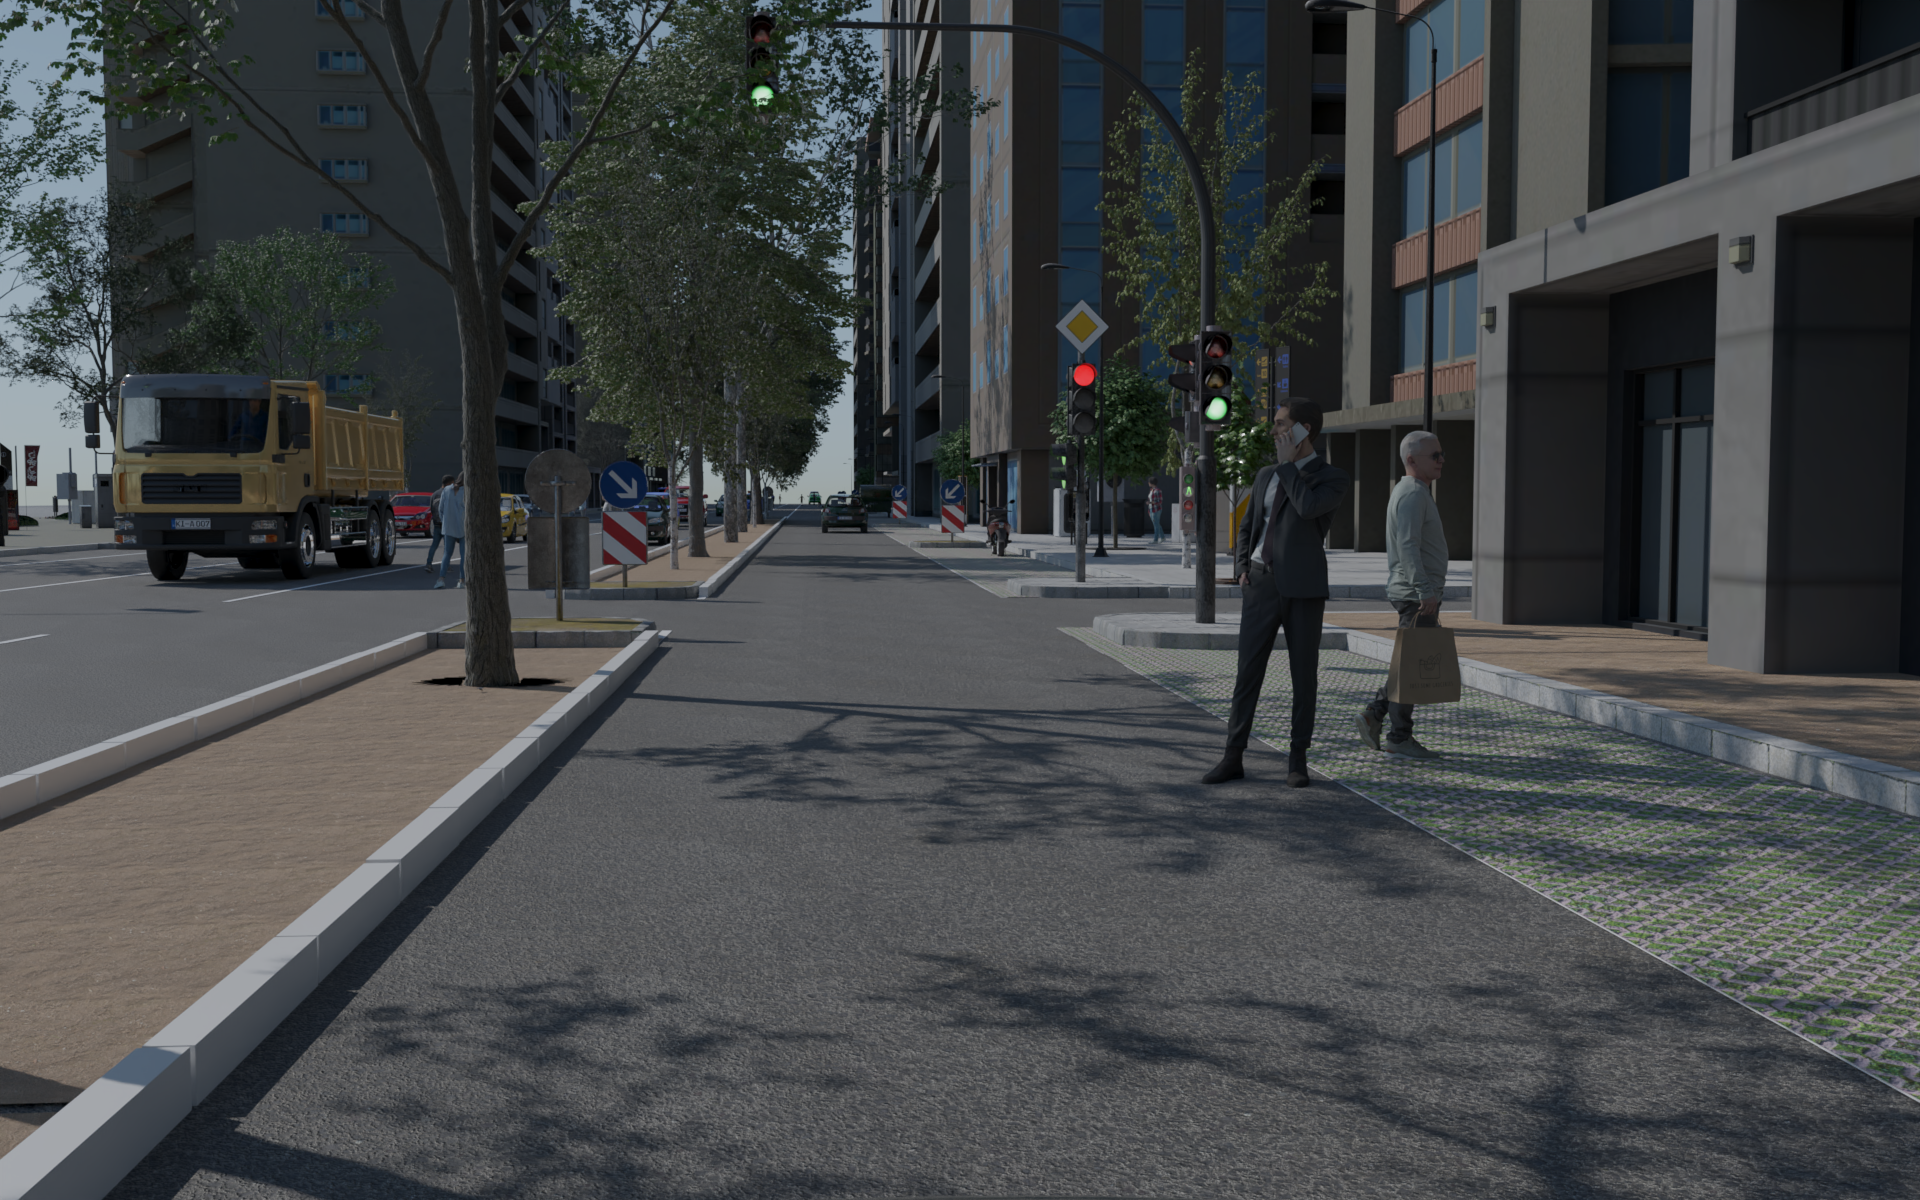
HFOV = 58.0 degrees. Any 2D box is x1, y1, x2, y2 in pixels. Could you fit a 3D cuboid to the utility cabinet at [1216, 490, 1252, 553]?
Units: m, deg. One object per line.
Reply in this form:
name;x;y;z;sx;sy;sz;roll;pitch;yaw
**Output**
utility cabinet;6.018;-1.764;37.520;1.173;1.500;0.318;0;4;-7

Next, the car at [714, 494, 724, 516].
car;-14.860;-6.152;112.389;2.131;1.459;4.920;0;4;-5

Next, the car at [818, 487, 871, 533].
car;-4.345;-3.379;65.035;2.009;1.686;4.222;0;4;-4

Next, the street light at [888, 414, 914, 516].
street light;-3.250;-7.801;100.095;1.470;5.913;1.316;0;4;-5

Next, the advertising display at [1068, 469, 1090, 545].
advertising display;3.036;-2.381;44.138;0.123;1.923;0.974;2;4;30

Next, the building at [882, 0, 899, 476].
building;7.288;-34.197;148.351;28.713;52.752;27.495;0;4;-5

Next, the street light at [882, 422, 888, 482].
street light;-4.162;-8.478;111.158;1.470;5.913;1.316;0;4;-5

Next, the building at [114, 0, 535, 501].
building;-38.763;-29.593;107.552;21.300;48.544;21.600;0;4;-5

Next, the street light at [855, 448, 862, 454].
street light;-9.675;-12.467;176.382;1.470;5.913;1.316;0;4;-5

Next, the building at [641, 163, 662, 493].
building;-50.229;-36.493;216.266;23.786;49.044;30.456;0;4;-5

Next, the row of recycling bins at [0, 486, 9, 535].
row of recycling bins;-30.976;-2.908;54.657;3.534;1.692;1.069;3;5;44

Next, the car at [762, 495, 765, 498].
car;-21.859;-10.723;187.316;2.014;1.417;4.499;0;4;-6

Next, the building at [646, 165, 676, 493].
building;-46.945;-36.019;239.025;14.600;45.320;14.200;0;4;-5

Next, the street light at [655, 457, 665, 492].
street light;-37.325;-14.845;215.259;1.470;5.913;1.316;0;4;-5

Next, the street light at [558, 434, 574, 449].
street light;-30.318;-9.824;133.158;1.470;5.913;1.316;0;4;-5

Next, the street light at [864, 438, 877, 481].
street light;-6.988;-10.485;143.976;1.470;5.913;1.316;0;4;-5

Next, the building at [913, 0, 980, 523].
building;8.894;-28.328;86.872;21.300;48.544;21.600;0;4;-5

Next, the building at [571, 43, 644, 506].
building;-46.718;-34.661;190.412;21.300;48.544;21.600;0;4;-5

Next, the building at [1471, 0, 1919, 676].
building;16.293;-34.739;6.239;20.563;71.187;20.611;0;4;-5

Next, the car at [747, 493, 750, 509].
car;-17.202;-8.241;144.325;1.945;1.707;3.694;0;4;-5

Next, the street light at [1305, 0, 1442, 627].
street light;3.925;-2.684;16.422;1.470;5.913;1.316;0;4;-5

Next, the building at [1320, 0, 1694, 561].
building;22.154;-23.367;36.673;28.867;44.769;22.147;0;4;-5

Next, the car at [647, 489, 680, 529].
car;-12.431;-3.736;70.676;1.945;1.707;3.694;0;4;-4

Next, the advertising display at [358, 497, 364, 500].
advertising display;-32.828;-5.437;94.109;0.974;1.923;0.123;1;4;22

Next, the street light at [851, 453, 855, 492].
street light;-11.145;-13.542;193.960;1.470;5.913;1.316;0;4;-5

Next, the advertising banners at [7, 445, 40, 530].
advertising banners;-33.598;-3.978;61.221;2.074;3.025;0.090;-3;5;-42

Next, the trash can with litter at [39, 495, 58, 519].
trash can with litter;-47.300;-4.868;90.645;1.678;1.210;2.233;-3;4;-38

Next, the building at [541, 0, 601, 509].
building;-43.481;-43.847;155.145;20.563;71.187;20.611;0;4;-5

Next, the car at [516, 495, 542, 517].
car;-22.024;-4.556;86.490;2.014;1.417;4.499;0;4;-5

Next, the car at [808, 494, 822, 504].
car;-20.072;-14.131;239.833;1.959;1.807;4.718;0;4;-4

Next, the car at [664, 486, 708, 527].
car;-12.313;-4.177;76.974;2.281;1.827;5.304;0;4;-6

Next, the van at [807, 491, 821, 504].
van;-20.954;-14.788;248.799;2.013;2.044;4.112;0;4;-6

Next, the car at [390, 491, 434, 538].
car;-18.140;-2.977;57.712;2.155;1.783;4.494;0;4;-3

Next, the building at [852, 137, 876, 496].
building;-2.979;-36.770;224.888;21.300;48.544;21.600;0;4;-5

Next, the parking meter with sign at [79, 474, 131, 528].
parking meter with sign;-32.168;-4.214;65.166;1.738;3.016;0.543;-3;5;-39

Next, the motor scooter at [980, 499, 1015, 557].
motor scooter;0.885;-1.671;40.093;0.815;1.314;1.986;0;4;-4

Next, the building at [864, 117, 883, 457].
building;0.244;-33.354;199.963;22.147;44.769;28.867;0;4;-5

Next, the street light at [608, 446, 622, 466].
street light;-33.087;-11.826;165.894;1.470;5.913;1.316;0;4;-5

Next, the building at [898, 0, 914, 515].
building;6.216;-35.362;120.168;21.231;58.520;28.212;0;4;-5

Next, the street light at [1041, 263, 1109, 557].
street light;2.332;-3.826;35.101;1.470;5.913;1.316;0;4;-5

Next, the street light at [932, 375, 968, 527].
street light;-0.413;-5.820;67.701;1.470;5.913;1.316;0;4;-5

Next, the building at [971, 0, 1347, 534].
building;7.894;-25.127;60.941;14.600;45.320;14.200;0;4;-5

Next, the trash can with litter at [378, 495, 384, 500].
trash can with litter;-32.402;-5.256;96.988;1.678;1.210;2.233;-3;4;-39

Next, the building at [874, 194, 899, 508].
building;-1.461;-24.324;169.406;14.160;30.474;14.107;0;4;-5

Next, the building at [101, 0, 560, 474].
building;-45.750;-33.161;131.420;28.713;52.752;27.495;0;4;-5

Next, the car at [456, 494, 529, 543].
car;-13.946;-2.540;51.759;2.015;1.641;3.980;0;4;-4

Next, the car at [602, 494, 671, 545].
car;-9.181;-2.433;49.565;2.009;1.686;4.222;0;4;-6

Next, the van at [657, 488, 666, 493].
van;-26.857;-9.473;159.275;2.240;2.365;5.245;0;4;-5
